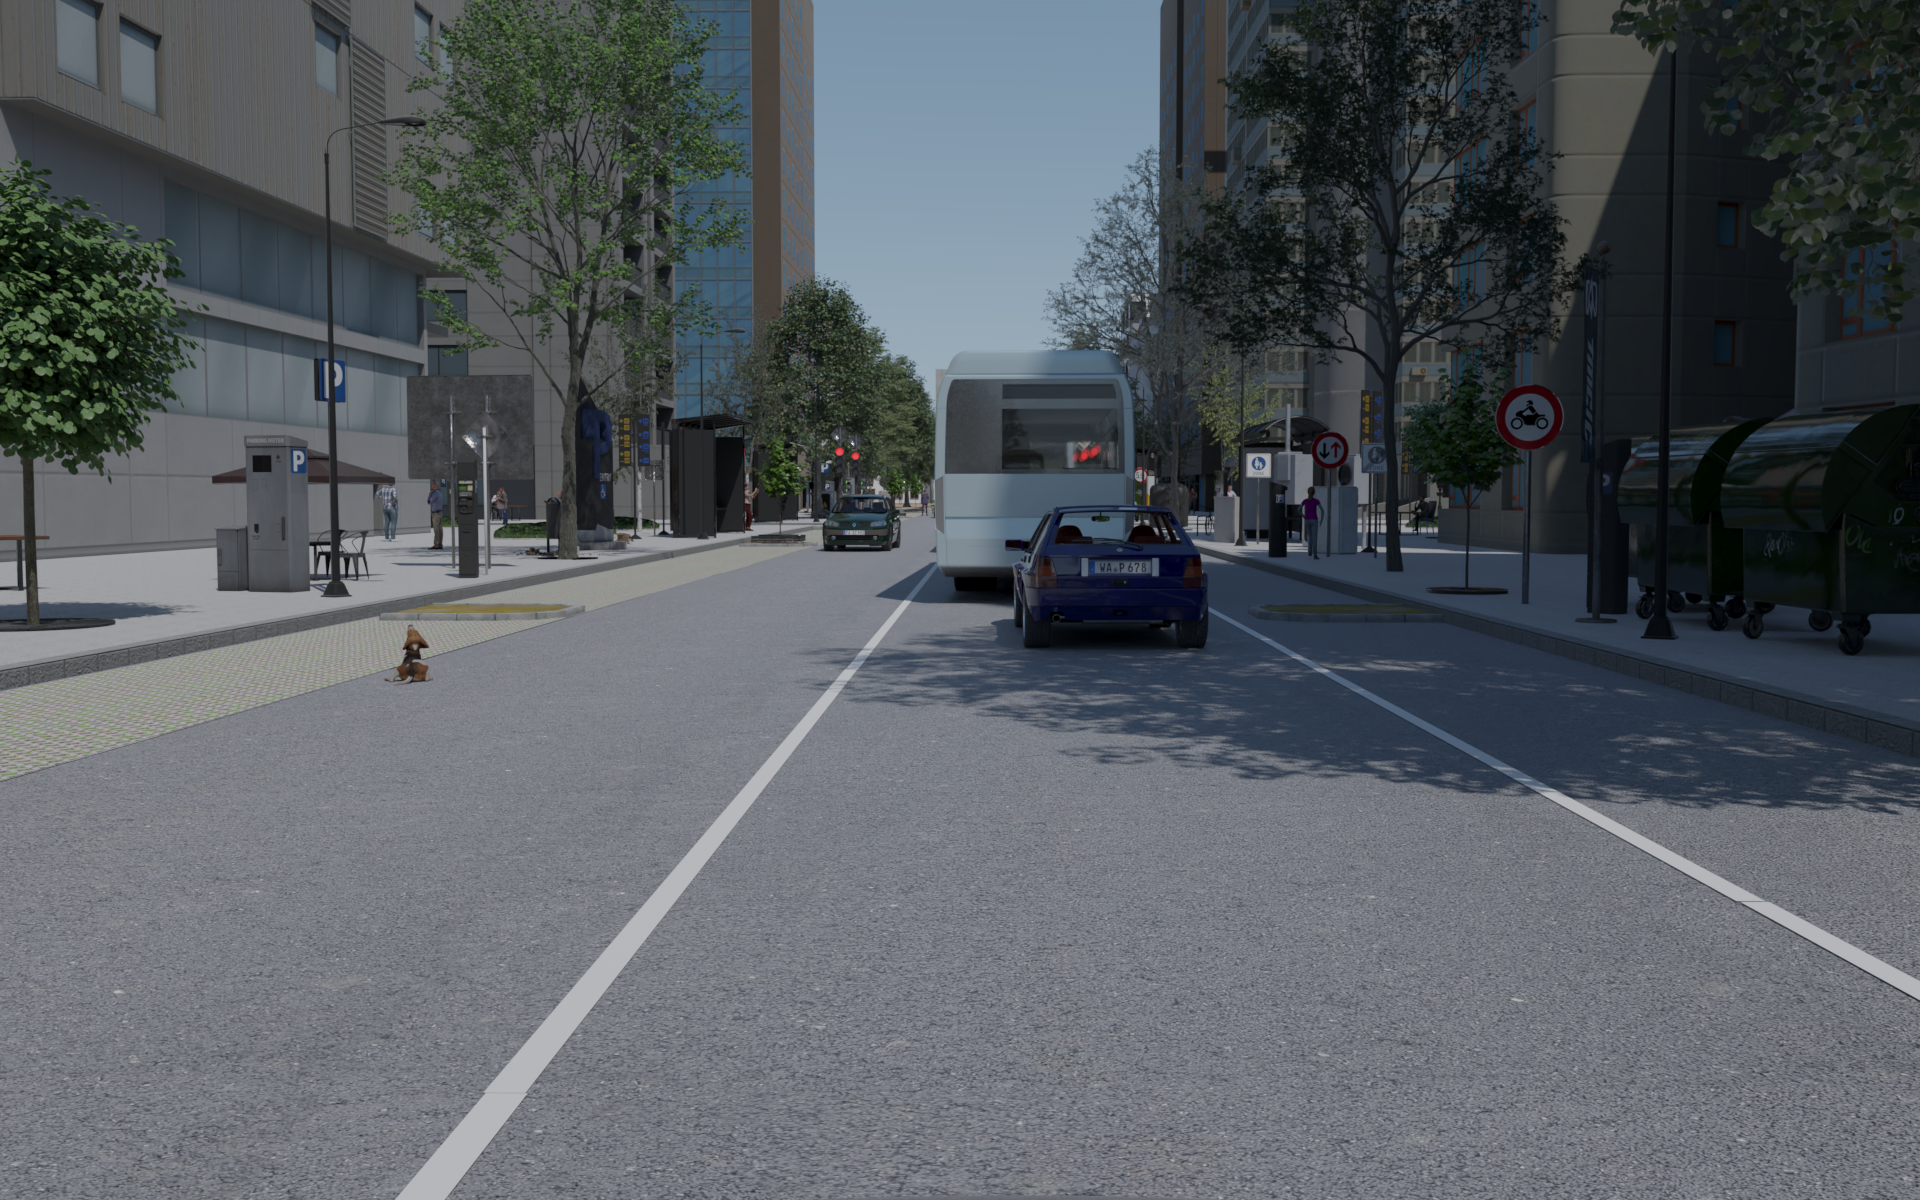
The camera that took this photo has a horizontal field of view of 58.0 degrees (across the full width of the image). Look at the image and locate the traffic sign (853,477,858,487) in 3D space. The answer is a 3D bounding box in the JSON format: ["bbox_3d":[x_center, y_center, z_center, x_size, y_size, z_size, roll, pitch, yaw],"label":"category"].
[{"bbox_3d":[-7.900,-7.988,130.705,0.768,2.556,0.104,0,4,5],"label":"traffic sign"}]

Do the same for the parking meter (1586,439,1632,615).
[{"bbox_3d":[6.950,-0.787,18.582,0.255,1.863,0.399,-3,4,-36],"label":"parking meter"}]

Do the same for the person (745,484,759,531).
[{"bbox_3d":[-7.289,-3.219,60.141,0.566,1.644,0.517,3,5,43],"label":"person"}]

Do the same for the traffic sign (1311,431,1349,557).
[{"bbox_3d":[7.523,-2.152,35.292,0.768,2.556,0.104,0,4,3],"label":"traffic sign"}]

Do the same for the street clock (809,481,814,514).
[{"bbox_3d":[-8.384,-5.769,98.890,0.471,2.002,0.358,3,5,44],"label":"street clock"}]

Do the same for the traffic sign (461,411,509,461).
[{"bbox_3d":[-7.507,-1.690,27.371,0.795,2.593,0.064,1,4,9],"label":"traffic sign"}]

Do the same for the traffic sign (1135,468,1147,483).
[{"bbox_3d":[8.684,-5.095,83.401,0.768,2.556,0.104,0,4,1],"label":"traffic sign"}]

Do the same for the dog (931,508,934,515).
[{"bbox_3d":[-1.678,-5.974,116.970,0.406,0.507,0.540,1,4,17],"label":"dog"}]

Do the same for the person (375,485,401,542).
[{"bbox_3d":[-15.332,-2.435,46.576,0.841,1.734,0.376,3,4,38],"label":"person"}]

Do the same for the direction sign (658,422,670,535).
[{"bbox_3d":[-9.351,-3.827,54.570,0.379,3.537,0.876,-1,4,-15],"label":"direction sign"}]

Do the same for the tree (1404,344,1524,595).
[{"bbox_3d":[6.574,-1.711,22.575,1.663,3.219,1.824,0,3,0],"label":"tree"}]

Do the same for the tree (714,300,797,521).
[{"bbox_3d":[-8.211,-7.090,66.285,4.360,8.622,3.978,0,3,0],"label":"tree"}]

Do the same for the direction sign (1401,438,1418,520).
[{"bbox_3d":[17.828,-4.683,68.556,0.379,3.537,0.876,-3,4,-37],"label":"direction sign"}]

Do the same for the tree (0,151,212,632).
[{"bbox_3d":[-8.904,-2.016,16.681,4.285,4.588,4.351,0,3,0],"label":"tree"}]

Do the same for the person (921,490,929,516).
[{"bbox_3d":[-2.296,-6.362,113.440,0.541,1.710,0.530,0,4,6],"label":"person"}]

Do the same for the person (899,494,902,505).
[{"bbox_3d":[-7.181,-12.375,209.850,0.593,1.643,0.415,1,4,18],"label":"person"}]

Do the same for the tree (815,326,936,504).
[{"bbox_3d":[-6.484,-12.153,116.829,7.486,12.596,7.792,0,3,0],"label":"tree"}]

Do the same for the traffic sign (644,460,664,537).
[{"bbox_3d":[-9.145,-3.039,51.809,0.606,2.300,0.079,1,4,10],"label":"traffic sign"}]

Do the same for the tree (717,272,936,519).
[{"bbox_3d":[-7.418,-10.549,89.478,9.611,12.733,9.660,0,3,0],"label":"tree"}]

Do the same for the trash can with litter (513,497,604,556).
[{"bbox_3d":[-8.692,-1.566,36.664,1.678,1.210,2.233,-3,5,-41],"label":"trash can with litter"}]

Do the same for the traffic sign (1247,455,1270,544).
[{"bbox_3d":[7.585,-2.564,44.051,0.606,2.300,0.079,0,4,7],"label":"traffic sign"}]

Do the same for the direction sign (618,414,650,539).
[{"bbox_3d":[-9.230,-3.494,49.129,0.876,3.537,0.379,0,3,0],"label":"direction sign"}]

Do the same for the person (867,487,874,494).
[{"bbox_3d":[-6.582,-7.357,126.462,0.598,1.807,0.434,1,4,10],"label":"person"}]

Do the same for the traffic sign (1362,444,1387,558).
[{"bbox_3d":[8.331,-1.990,34.673,0.606,2.300,0.079,0,4,8],"label":"traffic sign"}]

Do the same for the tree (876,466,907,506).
[{"bbox_3d":[-6.141,-10.747,159.431,4.285,4.588,4.351,0,3,0],"label":"tree"}]

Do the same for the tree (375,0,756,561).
[{"bbox_3d":[-7.541,-6.596,33.595,9.928,11.665,9.643,0,3,0],"label":"tree"}]

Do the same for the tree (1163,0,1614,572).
[{"bbox_3d":[6.870,-5.751,28.434,7.601,10.594,8.767,0,4,-1],"label":"tree"}]

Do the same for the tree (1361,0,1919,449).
[{"bbox_3d":[6.699,-6.159,7.349,9.857,13.997,8.962,0,3,0],"label":"tree"}]

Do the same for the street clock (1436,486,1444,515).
[{"bbox_3d":[21.216,-4.404,76.568,0.358,2.002,0.471,0,4,6],"label":"street clock"}]

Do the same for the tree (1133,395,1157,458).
[{"bbox_3d":[13.407,-10.760,126.292,4.737,8.622,4.395,0,3,0],"label":"tree"}]

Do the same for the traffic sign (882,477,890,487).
[{"bbox_3d":[-5.467,-7.877,128.887,0.768,2.556,0.104,1,4,9],"label":"traffic sign"}]

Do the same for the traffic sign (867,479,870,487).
[{"bbox_3d":[-7.143,-8.002,130.933,0.768,2.556,0.104,1,4,10],"label":"traffic sign"}]

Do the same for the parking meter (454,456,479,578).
[{"bbox_3d":[-7.509,-1.268,26.438,0.255,1.863,0.399,0,4,-7],"label":"parking meter"}]

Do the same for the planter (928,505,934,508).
[{"bbox_3d":[-2.335,-9.705,179.810,1.991,0.319,1.994,0,4,1],"label":"planter"}]

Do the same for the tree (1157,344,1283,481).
[{"bbox_3d":[12.607,-7.984,80.904,4.737,8.622,4.395,0,3,0],"label":"tree"}]

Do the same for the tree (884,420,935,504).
[{"bbox_3d":[-5.742,-13.123,148.973,7.601,10.594,8.767,2,4,28],"label":"tree"}]

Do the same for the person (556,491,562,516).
[{"bbox_3d":[-15.873,-3.781,69.335,0.415,1.643,0.593,3,5,42],"label":"person"}]

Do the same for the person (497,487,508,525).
[{"bbox_3d":[-19.132,-3.855,72.357,0.431,1.722,0.655,0,4,-3],"label":"person"}]

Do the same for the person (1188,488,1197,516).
[{"bbox_3d":[13.555,-5.730,101.191,0.593,1.643,0.415,-2,4,-24],"label":"person"}]

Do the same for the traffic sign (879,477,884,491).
[{"bbox_3d":[-5.752,-8.002,130.931,0.768,2.556,0.104,1,4,9],"label":"traffic sign"}]

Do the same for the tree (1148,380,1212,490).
[{"bbox_3d":[13.695,-9.752,109.804,4.360,8.622,3.978,0,3,0],"label":"tree"}]

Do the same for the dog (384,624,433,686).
[{"bbox_3d":[-4.299,0.418,13.355,0.550,0.427,0.748,1,4,23],"label":"dog"}]

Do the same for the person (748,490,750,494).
[{"bbox_3d":[-13.607,-6.555,114.020,0.742,1.727,0.445,0,4,-7],"label":"person"}]

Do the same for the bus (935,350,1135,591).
[{"bbox_3d":[1.287,-2.074,28.778,2.948,3.499,13.247,0,4,3],"label":"bus"}]

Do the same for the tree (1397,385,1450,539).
[{"bbox_3d":[14.314,-4.063,50.151,4.285,4.588,4.351,0,3,0],"label":"tree"}]

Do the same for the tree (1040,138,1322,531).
[{"bbox_3d":[7.450,-9.197,60.735,12.009,13.543,11.850,0,3,0],"label":"tree"}]

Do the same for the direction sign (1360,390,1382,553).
[{"bbox_3d":[8.999,-2.812,37.978,0.379,3.537,0.876,3,5,42],"label":"direction sign"}]

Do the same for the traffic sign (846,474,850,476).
[{"bbox_3d":[-6.435,-6.073,99.293,0.884,2.594,0.081,0,4,2],"label":"traffic sign"}]

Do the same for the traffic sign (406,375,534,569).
[{"bbox_3d":[-8.399,-2.190,29.683,2.265,3.308,0.079,1,4,9],"label":"traffic sign"}]

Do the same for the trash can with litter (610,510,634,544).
[{"bbox_3d":[-8.902,-2.019,44.403,1.055,1.170,0.624,0,4,2],"label":"trash can with litter"}]

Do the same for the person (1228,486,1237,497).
[{"bbox_3d":[13.951,-5.066,89.811,0.756,1.711,0.436,1,4,15],"label":"person"}]

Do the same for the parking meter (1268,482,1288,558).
[{"bbox_3d":[6.450,-1.634,35.119,0.372,1.533,0.369,0,3,0],"label":"parking meter"}]

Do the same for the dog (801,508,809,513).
[{"bbox_3d":[-10.299,-5.993,115.729,0.748,0.427,0.550,3,5,43],"label":"dog"}]

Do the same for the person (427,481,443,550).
[{"bbox_3d":[-12.143,-1.955,40.068,0.319,1.574,0.516,1,4,8],"label":"person"}]

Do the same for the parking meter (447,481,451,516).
[{"bbox_3d":[-22.758,-4.398,77.623,0.399,1.863,0.255,-1,4,-13],"label":"parking meter"}]

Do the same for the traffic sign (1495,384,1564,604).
[{"bbox_3d":[6.606,-1.227,20.166,0.768,2.556,0.104,1,4,9],"label":"traffic sign"}]

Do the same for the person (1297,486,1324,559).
[{"bbox_3d":[6.948,-1.521,34.142,0.726,1.435,0.776,1,4,22],"label":"person"}]

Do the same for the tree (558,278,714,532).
[{"bbox_3d":[-11.084,-6.608,58.405,4.360,8.622,3.978,0,3,0],"label":"tree"}]

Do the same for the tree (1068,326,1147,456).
[{"bbox_3d":[8.808,-12.209,117.741,7.486,12.596,7.792,0,3,0],"label":"tree"}]
